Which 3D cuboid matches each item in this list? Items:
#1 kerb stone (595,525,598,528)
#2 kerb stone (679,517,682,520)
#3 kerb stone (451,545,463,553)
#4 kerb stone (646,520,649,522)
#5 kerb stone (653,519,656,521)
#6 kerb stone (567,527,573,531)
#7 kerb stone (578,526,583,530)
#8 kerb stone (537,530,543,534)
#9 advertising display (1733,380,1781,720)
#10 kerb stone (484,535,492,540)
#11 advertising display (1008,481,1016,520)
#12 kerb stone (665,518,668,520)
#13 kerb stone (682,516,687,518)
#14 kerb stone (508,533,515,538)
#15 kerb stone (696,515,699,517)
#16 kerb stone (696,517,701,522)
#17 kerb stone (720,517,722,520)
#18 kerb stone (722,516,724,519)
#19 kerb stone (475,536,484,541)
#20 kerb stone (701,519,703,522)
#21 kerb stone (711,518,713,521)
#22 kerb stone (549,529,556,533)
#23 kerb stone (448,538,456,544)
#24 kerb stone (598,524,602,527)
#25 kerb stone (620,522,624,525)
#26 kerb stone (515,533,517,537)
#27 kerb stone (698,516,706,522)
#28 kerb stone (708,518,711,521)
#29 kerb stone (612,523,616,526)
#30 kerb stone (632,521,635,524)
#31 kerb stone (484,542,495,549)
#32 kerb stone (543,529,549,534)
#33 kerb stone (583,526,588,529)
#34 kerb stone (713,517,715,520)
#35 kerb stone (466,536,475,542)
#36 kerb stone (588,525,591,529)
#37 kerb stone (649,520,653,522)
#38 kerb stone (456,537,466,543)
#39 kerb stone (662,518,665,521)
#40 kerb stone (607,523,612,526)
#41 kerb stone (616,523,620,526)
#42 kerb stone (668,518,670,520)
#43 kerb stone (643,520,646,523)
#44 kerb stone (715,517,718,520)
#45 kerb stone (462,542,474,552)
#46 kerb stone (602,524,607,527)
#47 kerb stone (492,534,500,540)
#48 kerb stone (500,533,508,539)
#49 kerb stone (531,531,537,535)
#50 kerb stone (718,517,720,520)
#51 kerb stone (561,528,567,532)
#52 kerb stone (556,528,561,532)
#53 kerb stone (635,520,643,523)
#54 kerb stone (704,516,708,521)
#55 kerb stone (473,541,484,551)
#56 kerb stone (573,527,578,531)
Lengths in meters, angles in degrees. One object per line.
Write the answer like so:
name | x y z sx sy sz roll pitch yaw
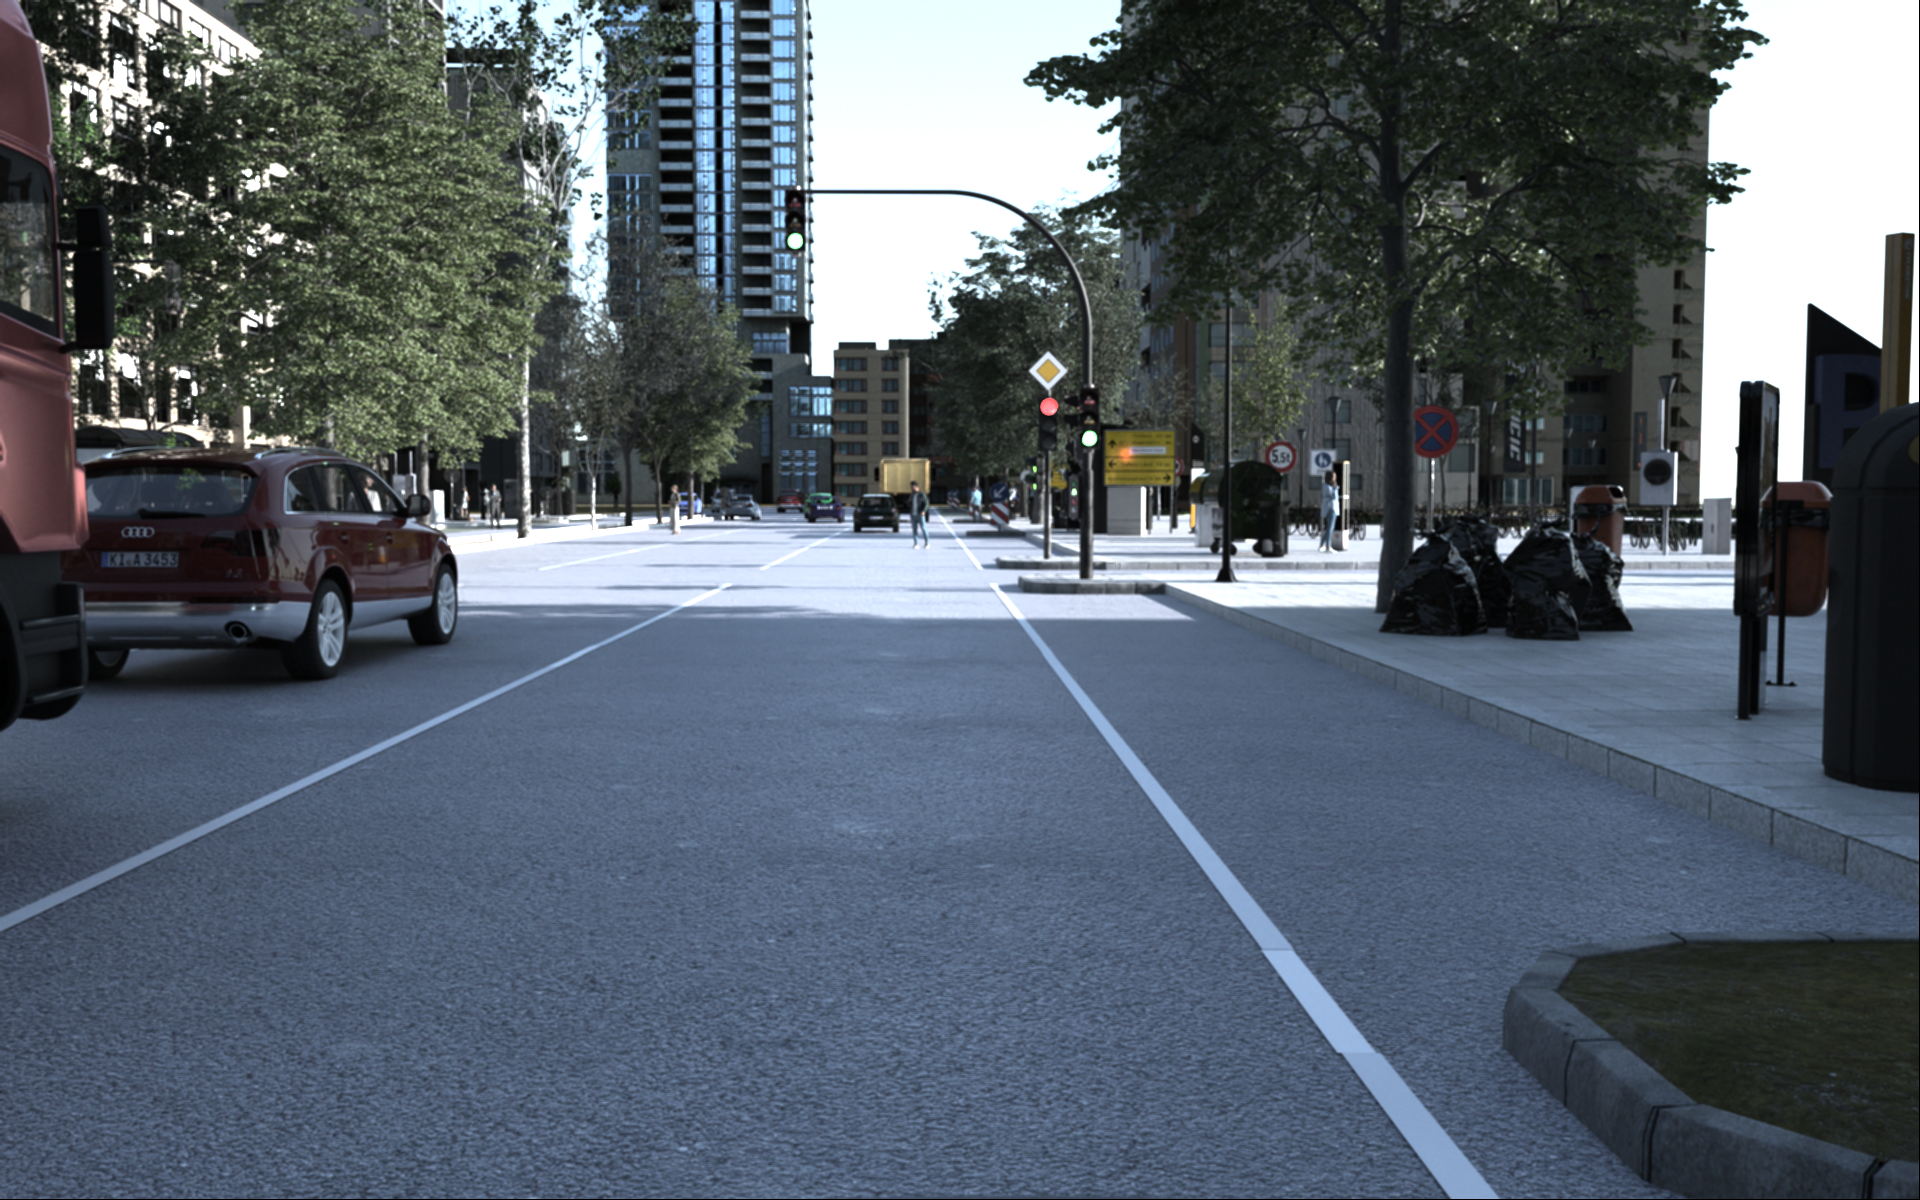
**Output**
kerb stone | -15.052 -2.971 70.772 0.120 0.150 1.000 0 4 -1
kerb stone | -15.587 -4.476 95.383 0.120 0.150 1.000 0 4 -1
kerb stone | -12.336 -1.217 42.098 0.120 0.150 1.000 0 4 -1
kerb stone | -15.350 -3.787 84.111 0.120 0.150 1.000 0 4 -1
kerb stone | -15.388 -3.912 86.161 0.120 0.150 1.000 0 4 -1
kerb stone | -14.941 -2.658 65.650 0.120 0.150 1.000 0 4 -1
kerb stone | -14.987 -2.777 67.694 0.120 0.150 1.000 0 4 -1
kerb stone | -14.830 -2.343 60.510 0.120 0.150 1.000 0 4 -1
advertising display | 4.683 -0.304 10.183 0.123 1.923 0.974 2 4 31
kerb stone | -14.676 -1.897 53.334 0.120 0.150 1.000 0 4 -1
advertising display | 2.601 -4.982 86.673 0.123 1.923 0.974 1 4 22
kerb stone | -15.475 -4.162 90.252 0.120 0.150 1.000 0 4 -1
kerb stone | -15.626 -4.602 97.437 0.120 0.150 1.000 0 4 -1
kerb stone | -14.748 -2.093 56.415 0.120 0.150 1.000 0 4 -1
kerb stone | -15.746 -4.915 102.547 0.120 0.150 1.000 0 4 -1
kerb stone | -13.307 -3.972 87.216 0.120 0.150 1.000 0 4 -1
kerb stone | -13.512 -4.536 96.447 0.120 0.150 1.000 0 4 -1
kerb stone | -13.534 -4.604 97.469 0.120 0.150 1.000 0 4 -1
kerb stone | -14.654 -1.840 52.312 0.120 0.150 1.000 0 4 -1
kerb stone | -13.333 -4.039 88.239 0.120 0.150 1.000 0 4 -1
kerb stone | -13.420 -4.290 92.331 0.120 0.150 1.000 0 4 -1
kerb stone | -14.867 -2.467 62.569 0.120 0.150 1.000 0 4 -1
kerb stone | -14.582 -1.651 49.238 0.120 0.150 1.000 0 4 -1
kerb stone | -15.079 -3.034 71.801 0.120 0.150 1.000 0 4 -1
kerb stone | -15.180 -3.347 76.921 0.120 0.150 1.000 0 4 -1
kerb stone | -14.768 -2.151 57.438 0.120 0.150 1.000 0 4 -1
kerb stone | -13.359 -4.100 89.262 0.120 0.150 1.000 0 4 -1
kerb stone | -13.396 -4.225 91.309 0.120 0.150 1.000 0 4 -1
kerb stone | -15.139 -3.222 74.872 0.120 0.150 1.000 0 4 -1
kerb stone | -15.259 -3.532 80.007 0.120 0.150 1.000 0 4 -1
kerb stone | -12.391 -1.398 45.181 0.120 0.150 1.000 0 4 -1
kerb stone | -14.859 -2.406 61.541 0.120 0.150 1.000 0 4 -1
kerb stone | -15.008 -2.840 68.721 0.120 0.150 1.000 0 4 -1
kerb stone | -13.444 -4.351 93.353 0.120 0.150 1.000 0 4 -1
kerb stone | -14.635 -1.779 51.281 0.120 0.150 1.000 0 4 -1
kerb stone | -15.030 -2.908 69.749 0.120 0.150 1.000 0 4 -1
kerb stone | -15.363 -3.849 85.133 0.120 0.150 1.000 0 4 -1
kerb stone | -14.610 -1.716 50.260 0.120 0.150 1.000 0 4 -1
kerb stone | -15.453 -4.100 89.229 0.120 0.150 1.000 0 4 -1
kerb stone | -15.118 -3.159 73.850 0.120 0.150 1.000 0 4 -1
kerb stone | -15.164 -3.285 75.899 0.120 0.150 1.000 0 4 -1
kerb stone | -15.498 -4.225 91.274 0.120 0.150 1.000 0 4 -1
kerb stone | -15.328 -3.724 83.080 0.120 0.150 1.000 0 4 -1
kerb stone | -13.460 -4.414 94.386 0.120 0.150 1.000 0 4 -1
kerb stone | -12.354 -1.280 43.125 0.120 0.150 1.000 0 4 -1
kerb stone | -15.101 -3.097 72.825 0.120 0.150 1.000 0 4 -1
kerb stone | -14.694 -1.968 54.366 0.120 0.150 1.000 0 4 -1
kerb stone | -14.717 -2.027 55.388 0.120 0.150 1.000 0 4 -1
kerb stone | -14.806 -2.278 59.488 0.120 0.150 1.000 0 4 -1
kerb stone | -13.491 -4.479 95.420 0.120 0.150 1.000 0 4 -1
kerb stone | -14.920 -2.595 64.624 0.120 0.150 1.000 0 4 -1
kerb stone | -14.897 -2.528 63.596 0.120 0.150 1.000 0 4 -1
kerb stone | -15.296 -3.661 82.054 0.120 0.150 1.000 0 4 -1
kerb stone | -13.378 -4.164 90.284 0.120 0.150 1.000 0 4 -1
kerb stone | -12.374 -1.343 44.150 0.120 0.150 1.000 0 4 -1
kerb stone | -14.958 -2.720 66.672 0.120 0.150 1.000 0 4 -1
